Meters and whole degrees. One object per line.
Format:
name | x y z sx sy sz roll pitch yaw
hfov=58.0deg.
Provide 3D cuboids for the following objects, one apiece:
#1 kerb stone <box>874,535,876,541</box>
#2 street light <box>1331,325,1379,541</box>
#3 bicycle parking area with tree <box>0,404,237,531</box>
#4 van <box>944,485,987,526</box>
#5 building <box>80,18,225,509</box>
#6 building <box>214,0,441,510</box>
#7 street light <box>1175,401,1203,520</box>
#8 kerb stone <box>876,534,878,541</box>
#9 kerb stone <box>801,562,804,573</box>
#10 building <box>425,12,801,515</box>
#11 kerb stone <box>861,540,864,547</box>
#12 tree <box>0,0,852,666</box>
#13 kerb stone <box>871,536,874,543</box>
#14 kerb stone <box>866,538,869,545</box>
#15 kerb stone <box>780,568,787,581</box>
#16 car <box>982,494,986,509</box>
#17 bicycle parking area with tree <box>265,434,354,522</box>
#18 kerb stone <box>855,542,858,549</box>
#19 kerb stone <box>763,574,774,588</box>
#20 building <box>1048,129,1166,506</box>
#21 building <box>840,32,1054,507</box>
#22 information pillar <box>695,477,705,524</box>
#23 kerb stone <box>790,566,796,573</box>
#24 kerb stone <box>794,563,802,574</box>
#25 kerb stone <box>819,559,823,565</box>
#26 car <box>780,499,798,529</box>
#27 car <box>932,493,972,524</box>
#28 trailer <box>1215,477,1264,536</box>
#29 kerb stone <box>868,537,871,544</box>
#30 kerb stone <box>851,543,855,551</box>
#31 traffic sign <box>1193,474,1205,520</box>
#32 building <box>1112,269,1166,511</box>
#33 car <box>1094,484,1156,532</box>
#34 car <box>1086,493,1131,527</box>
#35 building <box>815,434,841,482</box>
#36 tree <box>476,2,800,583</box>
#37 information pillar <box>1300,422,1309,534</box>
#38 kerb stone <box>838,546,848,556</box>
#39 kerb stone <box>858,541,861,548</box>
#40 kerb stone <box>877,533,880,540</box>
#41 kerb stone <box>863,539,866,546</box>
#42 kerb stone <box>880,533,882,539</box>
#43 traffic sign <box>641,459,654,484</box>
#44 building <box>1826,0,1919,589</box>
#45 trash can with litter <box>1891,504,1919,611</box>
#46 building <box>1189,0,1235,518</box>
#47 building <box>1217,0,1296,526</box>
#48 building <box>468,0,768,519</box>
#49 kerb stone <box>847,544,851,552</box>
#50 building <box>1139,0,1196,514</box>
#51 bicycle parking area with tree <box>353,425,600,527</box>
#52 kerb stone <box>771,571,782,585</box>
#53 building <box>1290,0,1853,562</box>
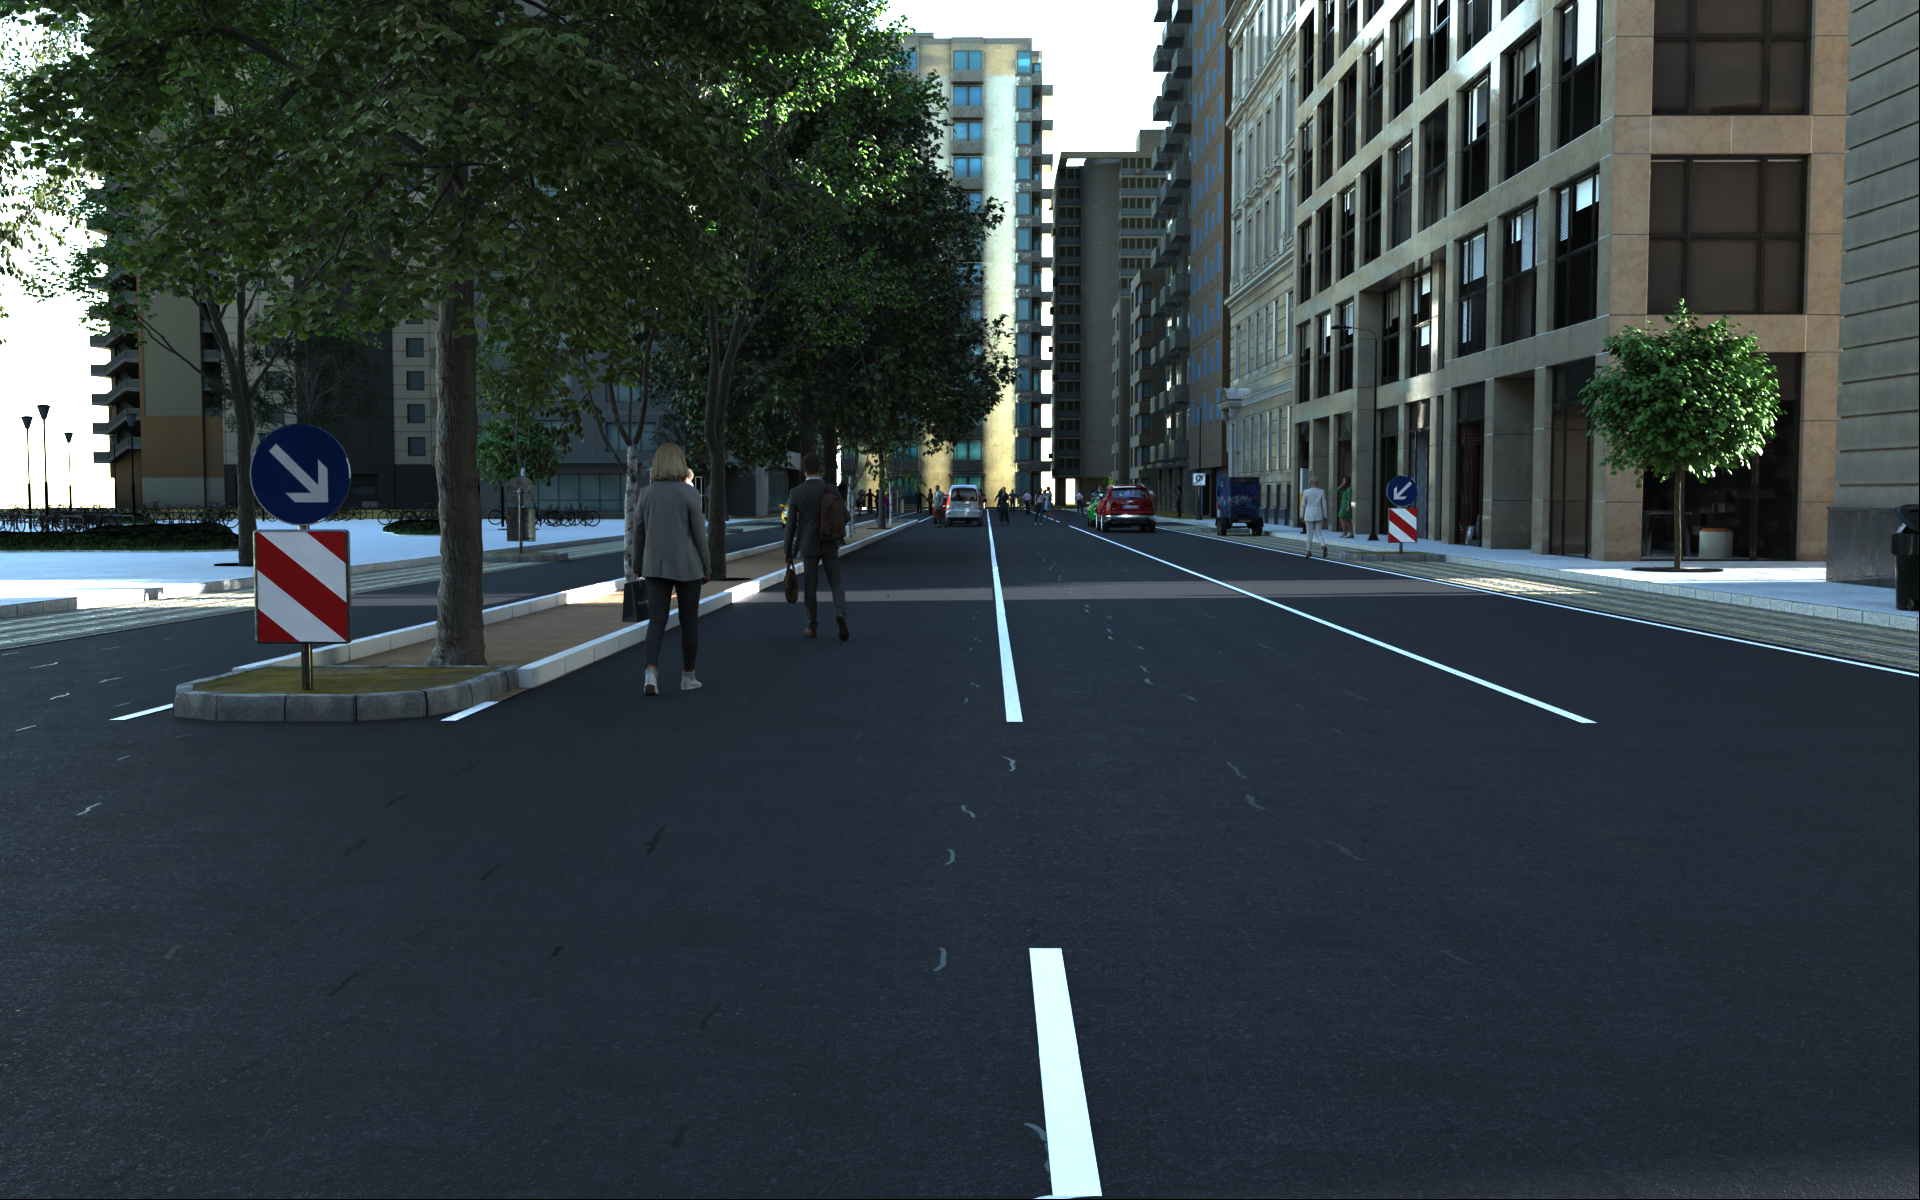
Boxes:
kerb stone | -2.652 -1.772 51.170 0.120 0.150 1.000 0 4 1
street light | 10.880 -4.596 47.691 1.470 5.913 1.316 0 4 1
bicycle parking area with tree | -31.757 -4.636 62.806 8.231 4.147 9.016 3 4 36
van | 0.213 -4.359 78.273 2.013 2.044 4.112 0 4 1
building | -67.940 -30.930 155.822 14.200 45.320 14.600 0 4 1
building | -50.584 -43.625 151.524 20.611 71.187 20.563 0 4 1
street light | 11.391 -6.947 86.120 1.470 5.913 1.316 0 4 1
kerb stone | -2.630 -1.825 52.196 0.120 0.150 1.000 0 4 1
kerb stone | -2.935 -0.579 31.678 0.120 0.150 1.000 0 4 1
building | -22.039 -29.907 112.679 21.300 48.544 21.600 0 4 1
kerb stone | -2.713 -1.458 46.032 0.120 0.150 1.000 0 4 1
tree | -4.207 -5.730 14.268 7.486 12.596 7.792 0 3 0
kerb stone | -2.657 -1.709 50.143 0.120 0.150 1.000 0 4 1
kerb stone | -2.693 -1.579 48.083 0.120 0.150 1.000 0 4 1
kerb stone | -2.974 -0.392 28.602 0.120 0.150 1.000 0 4 1
car | 1.188 -9.217 159.367 2.281 1.827 5.304 0 4 3
bicycle parking area with tree | -32.959 -5.941 84.136 9.016 4.147 8.231 1 4 14
kerb stone | -2.751 -1.331 43.985 0.120 0.150 1.000 0 4 1
kerb stone | -3.011 -0.266 26.551 0.120 0.150 1.000 0 4 1
building | 21.865 -30.281 186.983 23.993 40.220 32.217 0 4 1
building | -5.624 -34.436 182.630 30.456 49.044 23.786 0 4 1
information pillar | -10.934 -4.186 72.925 0.304 2.012 0.304 1 4 20
kerb stone | -2.967 -0.452 29.627 0.120 0.150 1.000 0 4 1
kerb stone | -2.959 -0.517 30.653 0.120 0.150 1.000 0 4 1
kerb stone | -2.859 -0.894 36.814 0.120 0.150 1.000 0 4 1
car | -6.551 -3.844 73.065 2.015 1.641 3.980 0 4 -1
car | -0.327 -4.641 84.920 2.155 1.783 4.494 0 4 3
trailer | 9.613 -3.254 60.252 1.471 1.999 3.904 0 4 1
kerb stone | -2.677 -1.645 49.118 0.120 0.150 1.000 0 4 1
kerb stone | -2.772 -1.270 42.955 0.120 0.150 1.000 0 4 1
traffic sign | 11.683 -5.048 84.665 0.606 2.300 0.079 0 4 5
building | 27.847 -18.503 147.562 27.650 21.520 28.899 0 4 1
car | 6.339 -3.537 66.506 2.281 1.827 5.304 0 4 1
car | 6.540 -4.122 76.197 1.959 1.807 4.718 0 4 2
building | -25.852 -18.590 148.988 28.899 21.520 27.650 0 4 1
tree | -4.008 -4.171 21.015 4.360 8.622 3.978 0 3 0
information pillar | 11.106 -3.942 55.805 0.183 3.616 0.504 3 4 36
kerb stone | -2.800 -1.144 40.905 0.120 0.150 1.000 0 4 1
kerb stone | -2.734 -1.395 45.010 0.120 0.150 1.000 0 4 1
kerb stone | -2.612 -1.897 53.218 0.120 0.150 1.000 0 4 1
kerb stone | -2.707 -1.521 47.058 0.120 0.150 1.000 0 4 1
kerb stone | -2.604 -1.960 54.240 0.120 0.150 1.000 0 4 1
traffic sign | -11.097 -3.803 62.289 0.768 2.556 0.104 0 4 4
building | 24.728 -13.537 18.600 25.104 27.353 12.463 0 4 1
trash can with litter | 10.655 -0.457 18.857 0.624 1.170 1.055 0 4 -6
building | 20.334 -27.153 94.061 14.600 45.320 14.200 0 4 1
building | 19.493 -17.765 76.369 13.634 28.700 20.117 0 4 1
building | -18.479 -25.114 94.213 14.154 41.232 14.086 0 4 1
kerb stone | -2.787 -1.207 41.927 0.120 0.150 1.000 0 4 1
building | 24.759 -30.371 116.172 23.786 49.044 30.456 0 4 1
bicycle parking area with tree | -19.217 -5.088 70.186 9.016 4.147 8.231 -1 4 -12
kerb stone | -2.996 -0.329 27.577 0.120 0.150 1.000 0 4 1
building | 22.109 -14.953 49.001 19.350 26.468 34.151 0 4 1
